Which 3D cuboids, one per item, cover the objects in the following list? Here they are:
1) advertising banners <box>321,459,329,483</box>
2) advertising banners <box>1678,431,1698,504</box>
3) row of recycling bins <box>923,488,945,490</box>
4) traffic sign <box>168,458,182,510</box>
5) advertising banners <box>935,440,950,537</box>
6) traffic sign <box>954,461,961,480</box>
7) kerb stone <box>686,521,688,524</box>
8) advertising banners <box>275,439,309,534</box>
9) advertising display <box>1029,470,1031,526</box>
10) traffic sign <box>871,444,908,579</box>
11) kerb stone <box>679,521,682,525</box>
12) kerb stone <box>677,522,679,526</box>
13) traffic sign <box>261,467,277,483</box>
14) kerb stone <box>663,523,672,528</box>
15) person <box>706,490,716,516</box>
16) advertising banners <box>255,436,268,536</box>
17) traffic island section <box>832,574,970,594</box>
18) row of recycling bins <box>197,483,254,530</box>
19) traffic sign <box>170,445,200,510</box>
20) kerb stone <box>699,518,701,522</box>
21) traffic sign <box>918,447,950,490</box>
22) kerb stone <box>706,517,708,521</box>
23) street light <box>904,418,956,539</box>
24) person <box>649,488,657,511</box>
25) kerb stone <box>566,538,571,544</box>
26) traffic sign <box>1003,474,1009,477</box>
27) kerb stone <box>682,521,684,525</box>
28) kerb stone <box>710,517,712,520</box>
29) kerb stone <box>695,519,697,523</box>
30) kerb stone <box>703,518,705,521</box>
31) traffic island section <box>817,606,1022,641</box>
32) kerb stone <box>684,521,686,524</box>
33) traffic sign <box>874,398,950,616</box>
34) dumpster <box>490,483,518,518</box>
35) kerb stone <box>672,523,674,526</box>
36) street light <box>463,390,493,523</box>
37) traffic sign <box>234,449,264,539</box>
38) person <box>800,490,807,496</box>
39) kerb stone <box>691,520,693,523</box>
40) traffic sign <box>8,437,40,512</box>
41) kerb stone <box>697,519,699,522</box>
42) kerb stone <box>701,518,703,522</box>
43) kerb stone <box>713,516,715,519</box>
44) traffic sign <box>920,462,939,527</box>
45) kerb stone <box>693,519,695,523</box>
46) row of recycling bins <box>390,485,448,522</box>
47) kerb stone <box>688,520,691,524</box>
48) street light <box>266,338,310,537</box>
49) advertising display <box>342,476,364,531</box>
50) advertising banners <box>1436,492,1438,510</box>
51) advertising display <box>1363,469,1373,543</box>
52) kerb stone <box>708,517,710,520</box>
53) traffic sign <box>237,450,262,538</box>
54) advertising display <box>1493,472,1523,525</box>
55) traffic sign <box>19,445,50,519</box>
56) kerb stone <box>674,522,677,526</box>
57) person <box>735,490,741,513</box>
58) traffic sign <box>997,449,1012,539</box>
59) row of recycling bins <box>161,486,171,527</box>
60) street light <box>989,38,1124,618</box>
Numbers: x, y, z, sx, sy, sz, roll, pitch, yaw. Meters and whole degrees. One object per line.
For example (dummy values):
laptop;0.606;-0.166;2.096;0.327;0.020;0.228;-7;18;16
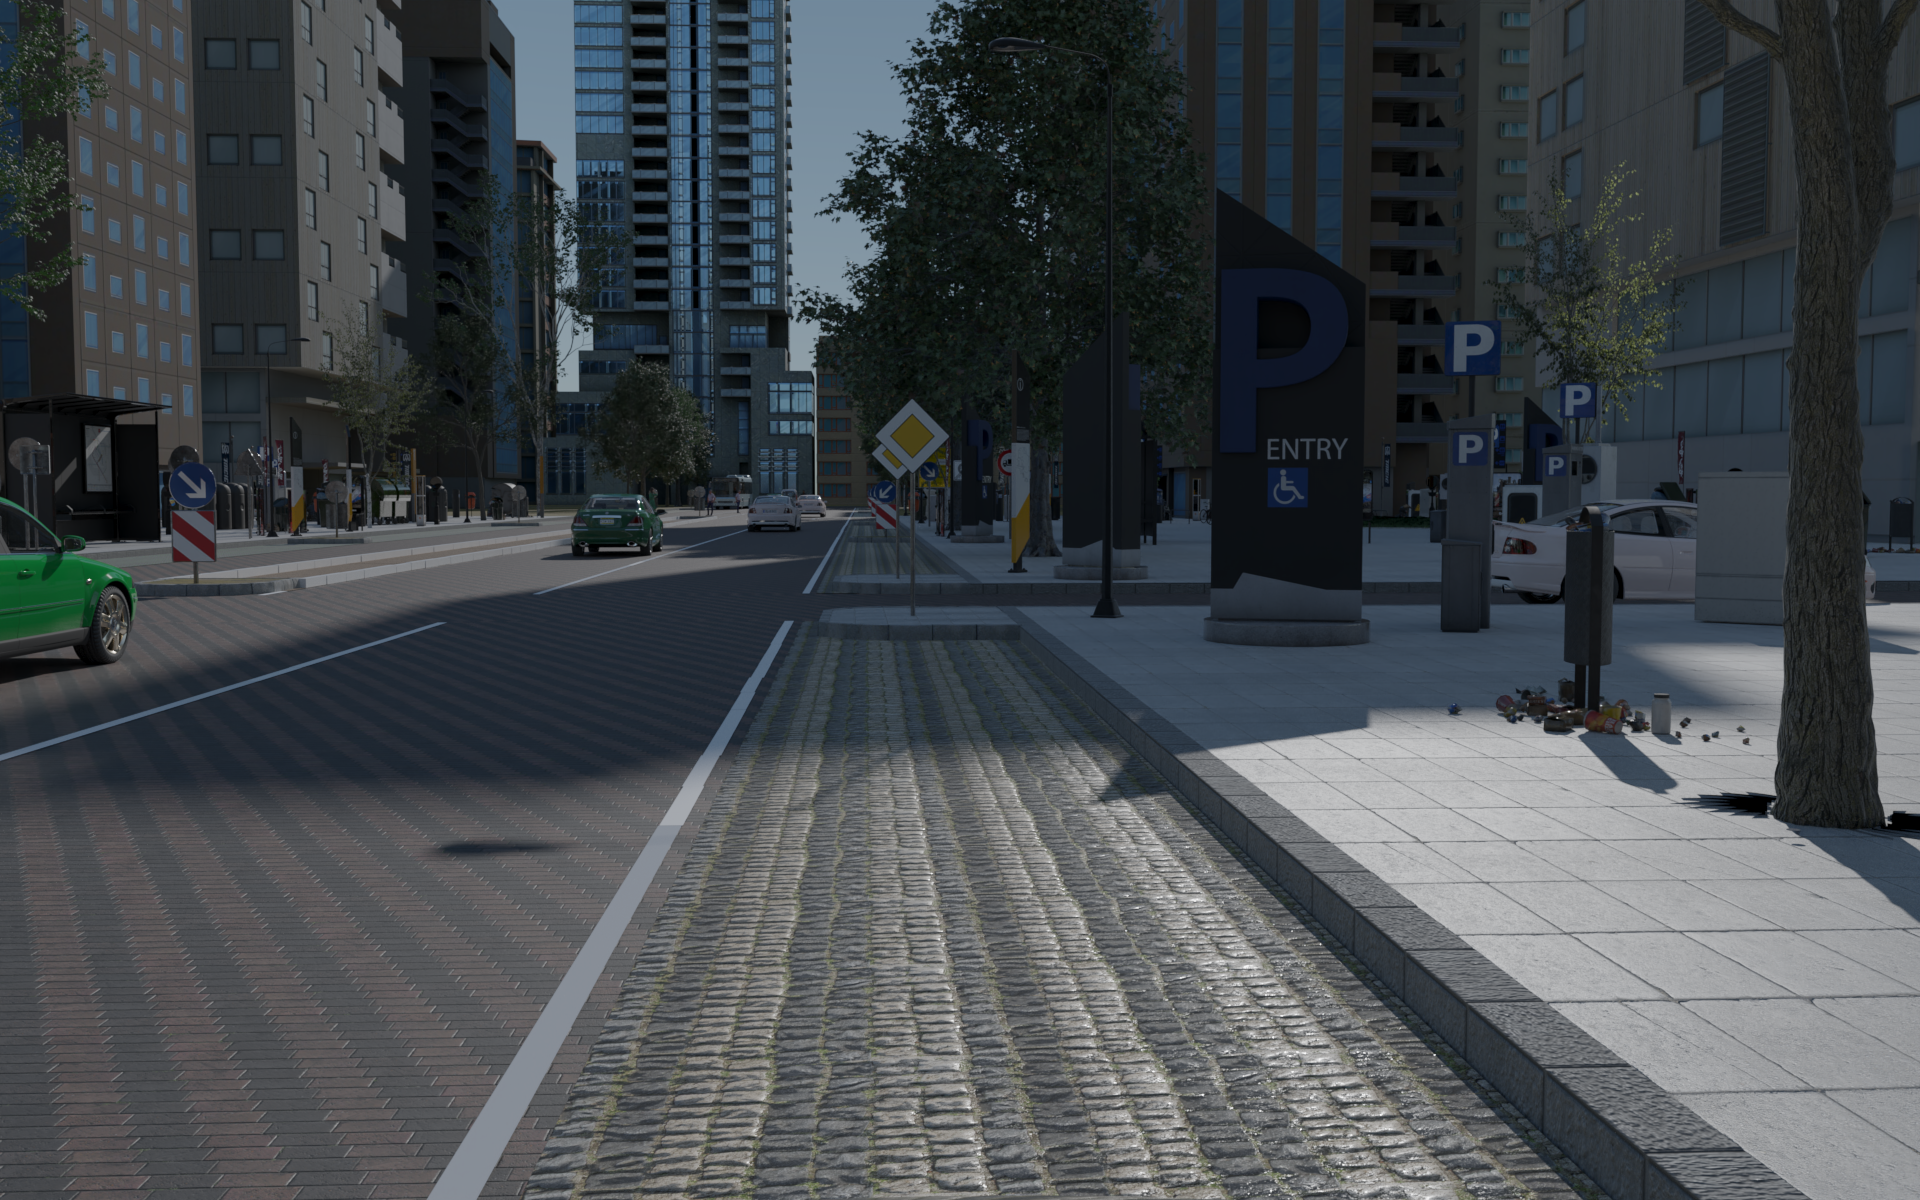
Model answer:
advertising banners;-31.397;-5.557;87.050;0.090;3.025;2.074;1;4;18
advertising banners;19.971;-3.130;47.370;0.090;3.025;2.074;0;4;4
row of recycling bins;-0.955;-5.208;92.258;1.069;1.692;3.534;3;5;41
traffic sign;-23.793;-3.225;52.828;0.768;2.556;0.104;0;4;6
advertising banners;-0.526;-3.420;52.112;0.090;3.025;2.074;-1;4;-11
traffic sign;0.108;-3.108;52.943;0.606;2.300;0.079;0;4;-2
kerb stone;-13.087;-3.658;82.007;0.120;0.150;1.000;0;4;-3
advertising banners;-21.762;-3.683;56.407;0.090;3.025;2.074;0;4;6
advertising display;1.886;-2.536;46.678;0.974;1.923;0.123;-3;4;-36
traffic sign;-0.943;-1.378;26.167;0.795;2.450;0.064;0;4;-3
kerb stone;-12.913;-3.471;78.945;0.120;0.150;1.000;0;4;-3
kerb stone;-12.860;-3.401;77.925;0.120;0.150;1.000;0;4;-3
traffic sign;-26.389;-3.917;66.169;0.606;2.300;0.079;0;4;6
kerb stone;-12.684;-3.221;74.853;0.120;0.150;1.000;0;4;-3
person;-16.595;-6.464;115.121;0.436;1.711;0.756;-3;5;-42
advertising banners;-21.404;-3.479;53.076;0.090;3.025;2.074;-2;4;-31
traffic island section;-0.920;-0.242;26.245;2.009;0.180;2.903;0;4;-3
row of recycling bins;-26.684;-3.404;62.776;1.069;1.692;3.534;0;4;5
traffic sign;-20.215;-2.757;45.180;0.768;2.556;0.104;0;4;0
kerb stone;-13.428;-4.034;88.156;0.120;0.150;1.000;0;4;-3
traffic sign;-0.652;-4.913;74.199;2.265;3.308;0.079;0;4;1
kerb stone;-13.653;-4.284;92.251;0.120;0.150;1.000;0;4;-3
street light;-0.772;-4.711;49.564;1.470;5.913;1.316;0;4;-3
person;-17.462;-5.466;98.113;0.529;1.795;0.600;-3;4;-36
kerb stone;-11.260;-1.656;49.292;0.120;0.150;1.000;0;4;-3
traffic sign;1.537;-3.172;51.965;0.768;2.556;0.104;0;4;2
kerb stone;-12.969;-3.532;79.966;0.120;0.150;1.000;0;4;-3
kerb stone;-13.765;-4.410;94.299;0.120;0.150;1.000;0;4;-3
kerb stone;-13.310;-3.909;86.111;0.120;0.150;1.000;0;4;-3
kerb stone;-13.542;-4.160;90.205;0.120;0.150;1.000;0;4;-3
traffic island section;-0.477;0.245;18.273;2.009;0.180;2.903;0;4;-3
kerb stone;-13.028;-3.591;80.987;0.120;0.150;1.000;0;4;-3
traffic sign;-0.500;-0.890;18.194;0.795;2.450;0.064;0;4;-3
dumpster;-24.284;-5.306;92.507;1.264;1.857;1.865;0;4;-3
kerb stone;-12.736;-3.280;75.876;0.120;0.150;1.000;0;4;-3
street light;-21.526;-6.415;77.421;1.470;5.913;1.316;0;4;-3
traffic sign;-20.329;-3.028;49.508;0.884;2.594;0.081;0;4;4
person;-15.083;-9.695;167.044;1.348;1.821;0.705;1;4;23
kerb stone;-13.192;-3.776;84.055;0.120;0.150;1.000;0;4;-3
traffic sign;-20.935;-2.368;38.821;0.768;2.556;0.104;0;4;-2
kerb stone;-13.365;-3.972;87.136;0.120;0.150;1.000;0;4;-3
kerb stone;-13.488;-4.097;89.182;0.120;0.150;1.000;0;4;-3
kerb stone;-13.874;-4.535;96.340;0.120;0.150;1.000;0;4;-3
traffic sign;-1.202;-4.156;68.057;0.768;2.556;0.104;0;4;2
kerb stone;-13.259;-3.842;85.088;0.120;0.150;1.000;0;4;-3
row of recycling bins;-25.308;-4.512;80.883;3.534;1.692;1.069;2;4;31
kerb stone;-13.142;-3.720;83.028;0.120;0.150;1.000;0;4;-3
street light;-19.973;-4.830;51.517;1.470;5.913;1.316;0;4;-3
advertising display;-21.184;-3.381;60.486;0.974;1.923;0.123;2;4;31
advertising banners;27.766;-6.548;103.246;2.074;3.025;0.090;-1;4;-20
advertising display;10.222;-2.433;45.001;0.974;1.923;0.123;0;4;8
kerb stone;-13.709;-4.347;93.275;0.120;0.150;1.000;0;4;-3
traffic sign;-20.663;-3.074;50.373;0.768;2.556;0.104;0;4;5
advertising display;16.088;-2.808;51.120;0.974;1.923;0.123;2;4;28
traffic sign;-19.356;-2.087;36.257;0.606;2.300;0.079;0;4;-2
kerb stone;-12.800;-3.346;76.896;0.120;0.150;1.000;0;4;-3
person;-16.578;-7.370;129.930;0.436;1.711;0.756;2;4;26
traffic sign;1.431;-2.999;49.139;0.768;2.556;0.104;0;3;0
row of recycling bins;-30.811;-3.638;66.600;3.534;1.692;1.069;-2;4;-30
street light;0.992;-2.771;17.841;1.470;5.913;1.316;0;4;-3
